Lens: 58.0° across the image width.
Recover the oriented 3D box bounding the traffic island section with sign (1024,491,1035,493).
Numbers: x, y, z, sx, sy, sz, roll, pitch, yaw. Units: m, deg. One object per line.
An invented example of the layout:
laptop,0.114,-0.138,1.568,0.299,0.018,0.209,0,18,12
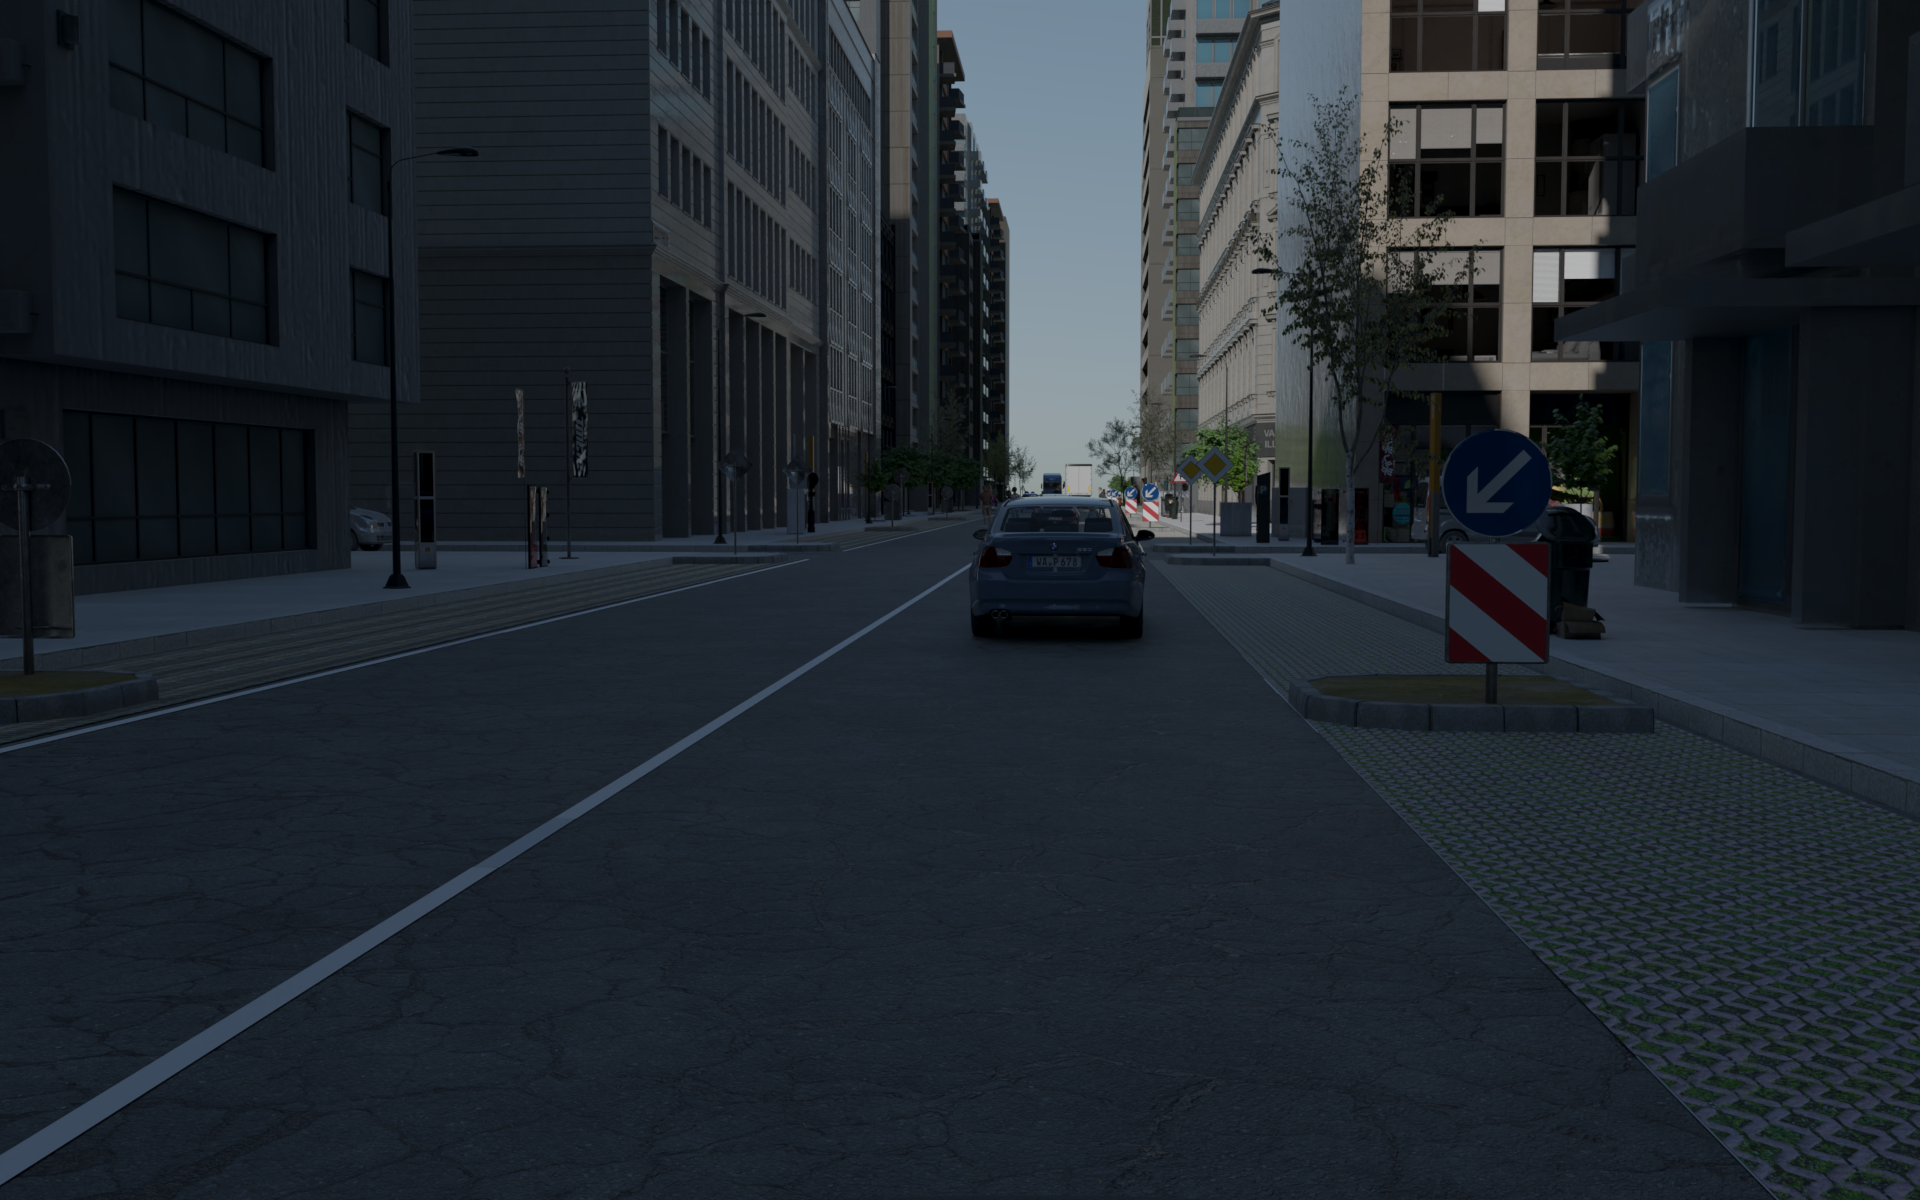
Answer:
traffic island section with sign,10.695,-14.932,252.771,1.989,1.847,2.006,0,4,4

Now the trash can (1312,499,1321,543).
trash can,9.618,-2.095,45.904,0.748,1.137,0.748,0,3,0

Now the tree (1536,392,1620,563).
tree,11.845,-2.346,32.957,1.663,3.219,1.824,0,3,0

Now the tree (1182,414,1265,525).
tree,10.843,-5.369,71.504,4.285,4.588,4.351,0,3,0

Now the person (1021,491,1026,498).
person,6.553,-10.018,173.026,1.217,1.736,0.721,1,4,12

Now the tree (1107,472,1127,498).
tree,23.848,-16.925,260.439,4.285,4.588,4.351,0,3,0

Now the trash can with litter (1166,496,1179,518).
trash can with litter,11.280,-4.965,92.567,0.624,1.170,1.055,-1,4,-17

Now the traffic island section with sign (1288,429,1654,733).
traffic island section with sign,3.210,-0.164,11.307,1.989,1.847,2.006,0,4,4

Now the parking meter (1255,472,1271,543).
parking meter,7.929,-2.427,45.395,0.399,1.863,0.255,1,4,10

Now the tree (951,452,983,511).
tree,-1.650,-7.909,113.018,4.285,4.588,4.351,0,3,0

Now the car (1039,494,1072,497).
car,3.527,-3.300,63.738,2.009,1.686,4.222,0,4,4

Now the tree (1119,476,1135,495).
tree,18.152,-11.700,185.888,1.663,3.219,1.824,0,3,0

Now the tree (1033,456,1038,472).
tree,9.204,-18.730,256.589,4.737,8.622,4.395,0,3,0

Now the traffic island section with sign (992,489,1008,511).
traffic island section with sign,2.865,-8.245,143.441,1.989,1.847,2.006,0,4,4

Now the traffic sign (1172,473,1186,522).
traffic sign,10.158,-4.862,79.498,0.884,2.594,0.081,1,4,10

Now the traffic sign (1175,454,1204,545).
traffic sign,5.838,-2.457,43.816,0.795,2.450,0.064,0,4,4

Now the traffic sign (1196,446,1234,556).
traffic sign,5.268,-1.970,35.851,0.795,2.450,0.064,0,4,4

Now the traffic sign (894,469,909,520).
traffic sign,-2.942,-5.277,86.392,0.768,2.556,0.104,1,4,9

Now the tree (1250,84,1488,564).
tree,7.196,-4.958,31.429,4.360,8.622,3.978,0,3,0

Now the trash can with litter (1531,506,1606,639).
trash can with litter,5.576,-0.262,15.669,0.624,1.170,1.055,0,4,-1

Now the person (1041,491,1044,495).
person,8.496,-10.308,177.590,0.434,1.755,0.990,2,4,29

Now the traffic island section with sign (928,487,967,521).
traffic island section with sign,-0.664,-5.230,94.135,1.989,1.847,2.006,0,4,4

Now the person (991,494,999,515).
person,2.289,-6.682,120.970,0.991,1.433,0.599,1,4,22

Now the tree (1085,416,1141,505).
tree,19.276,-16.582,205.527,8.767,10.594,7.601,-3,5,-40

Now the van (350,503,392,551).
van,-15.926,-2.155,42.246,4.112,2.044,2.013,0,4,5

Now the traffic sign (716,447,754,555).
traffic sign,-4.749,-2.015,36.585,0.795,2.450,0.064,0,4,4

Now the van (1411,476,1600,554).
van,12.556,-2.009,39.863,4.112,2.044,2.013,0,4,2

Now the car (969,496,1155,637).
car,1.098,-0.407,18.663,2.014,1.417,4.499,0,4,5

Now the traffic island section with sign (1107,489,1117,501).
traffic island section with sign,9.081,-5.181,93.336,1.989,1.847,2.006,0,4,4

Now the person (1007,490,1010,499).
person,3.661,-7.162,126.308,0.721,1.735,1.217,0,4,-7

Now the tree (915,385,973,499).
tree,-1.044,-10.234,117.680,4.360,8.622,3.978,0,3,0

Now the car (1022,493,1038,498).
car,5.542,-7.767,136.581,1.945,1.707,3.694,0,4,2

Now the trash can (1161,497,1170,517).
trash can,11.555,-5.217,96.957,0.748,1.137,0.748,0,3,0

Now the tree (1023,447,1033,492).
tree,5.813,-16.016,212.224,4.737,8.622,4.395,0,3,0

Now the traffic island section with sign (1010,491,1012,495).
traffic island section with sign,4.844,-9.935,171.063,1.989,1.847,2.006,0,4,4

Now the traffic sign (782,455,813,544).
traffic sign,-4.179,-2.502,44.550,0.795,2.450,0.064,0,4,4

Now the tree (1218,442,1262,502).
tree,10.292,-4.297,64.855,1.663,3.219,1.824,0,3,0

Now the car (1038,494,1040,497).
car,6.941,-9.034,159.708,2.014,1.417,4.499,0,4,3

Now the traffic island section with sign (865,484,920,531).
traffic island section with sign,-2.596,-3.575,67.075,1.989,1.847,2.006,0,4,4

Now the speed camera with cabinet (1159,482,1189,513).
speed camera with cabinet,14.346,-7.450,116.141,2.038,3.252,0.660,-2,4,-25

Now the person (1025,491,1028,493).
person,6.470,-9.880,170.828,0.721,1.735,1.217,-1,4,-20

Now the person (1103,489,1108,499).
person,10.650,-7.303,127.933,0.705,1.821,1.348,-1,4,-16

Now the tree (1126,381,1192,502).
tree,12.799,-9.893,112.113,4.360,8.622,3.978,0,3,0

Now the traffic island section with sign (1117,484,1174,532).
traffic island section with sign,7.108,-3.501,65.868,1.989,1.847,2.006,0,4,4

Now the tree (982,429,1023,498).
tree,3.973,-14.930,194.465,4.737,8.622,4.395,0,3,0

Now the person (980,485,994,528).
person,1.176,-3.987,73.661,0.573,1.828,0.580,3,5,39

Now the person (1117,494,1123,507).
person,11.724,-7.072,127.381,0.557,1.426,1.065,3,5,43

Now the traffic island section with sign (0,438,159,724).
traffic island section with sign,-6.571,-0.179,11.555,1.989,1.847,2.006,0,4,4

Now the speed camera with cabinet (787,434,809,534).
speed camera with cabinet,-5.239,-3.773,56.029,0.660,3.252,2.038,0,4,-1

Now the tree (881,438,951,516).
tree,-3.194,-7.137,100.407,4.285,4.588,4.351,0,3,0

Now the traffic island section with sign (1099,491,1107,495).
traffic island section with sign,12.621,-8.209,142.844,1.989,1.847,2.006,0,4,4

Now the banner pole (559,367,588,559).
banner pole,-7.573,-2.695,34.080,0.863,3.779,0.401,3,5,40

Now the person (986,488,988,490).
person,1.877,-6.583,116.155,0.581,1.822,0.654,1,4,14

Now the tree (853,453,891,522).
tree,-3.905,-5.292,81.125,1.663,3.219,1.824,0,3,0
